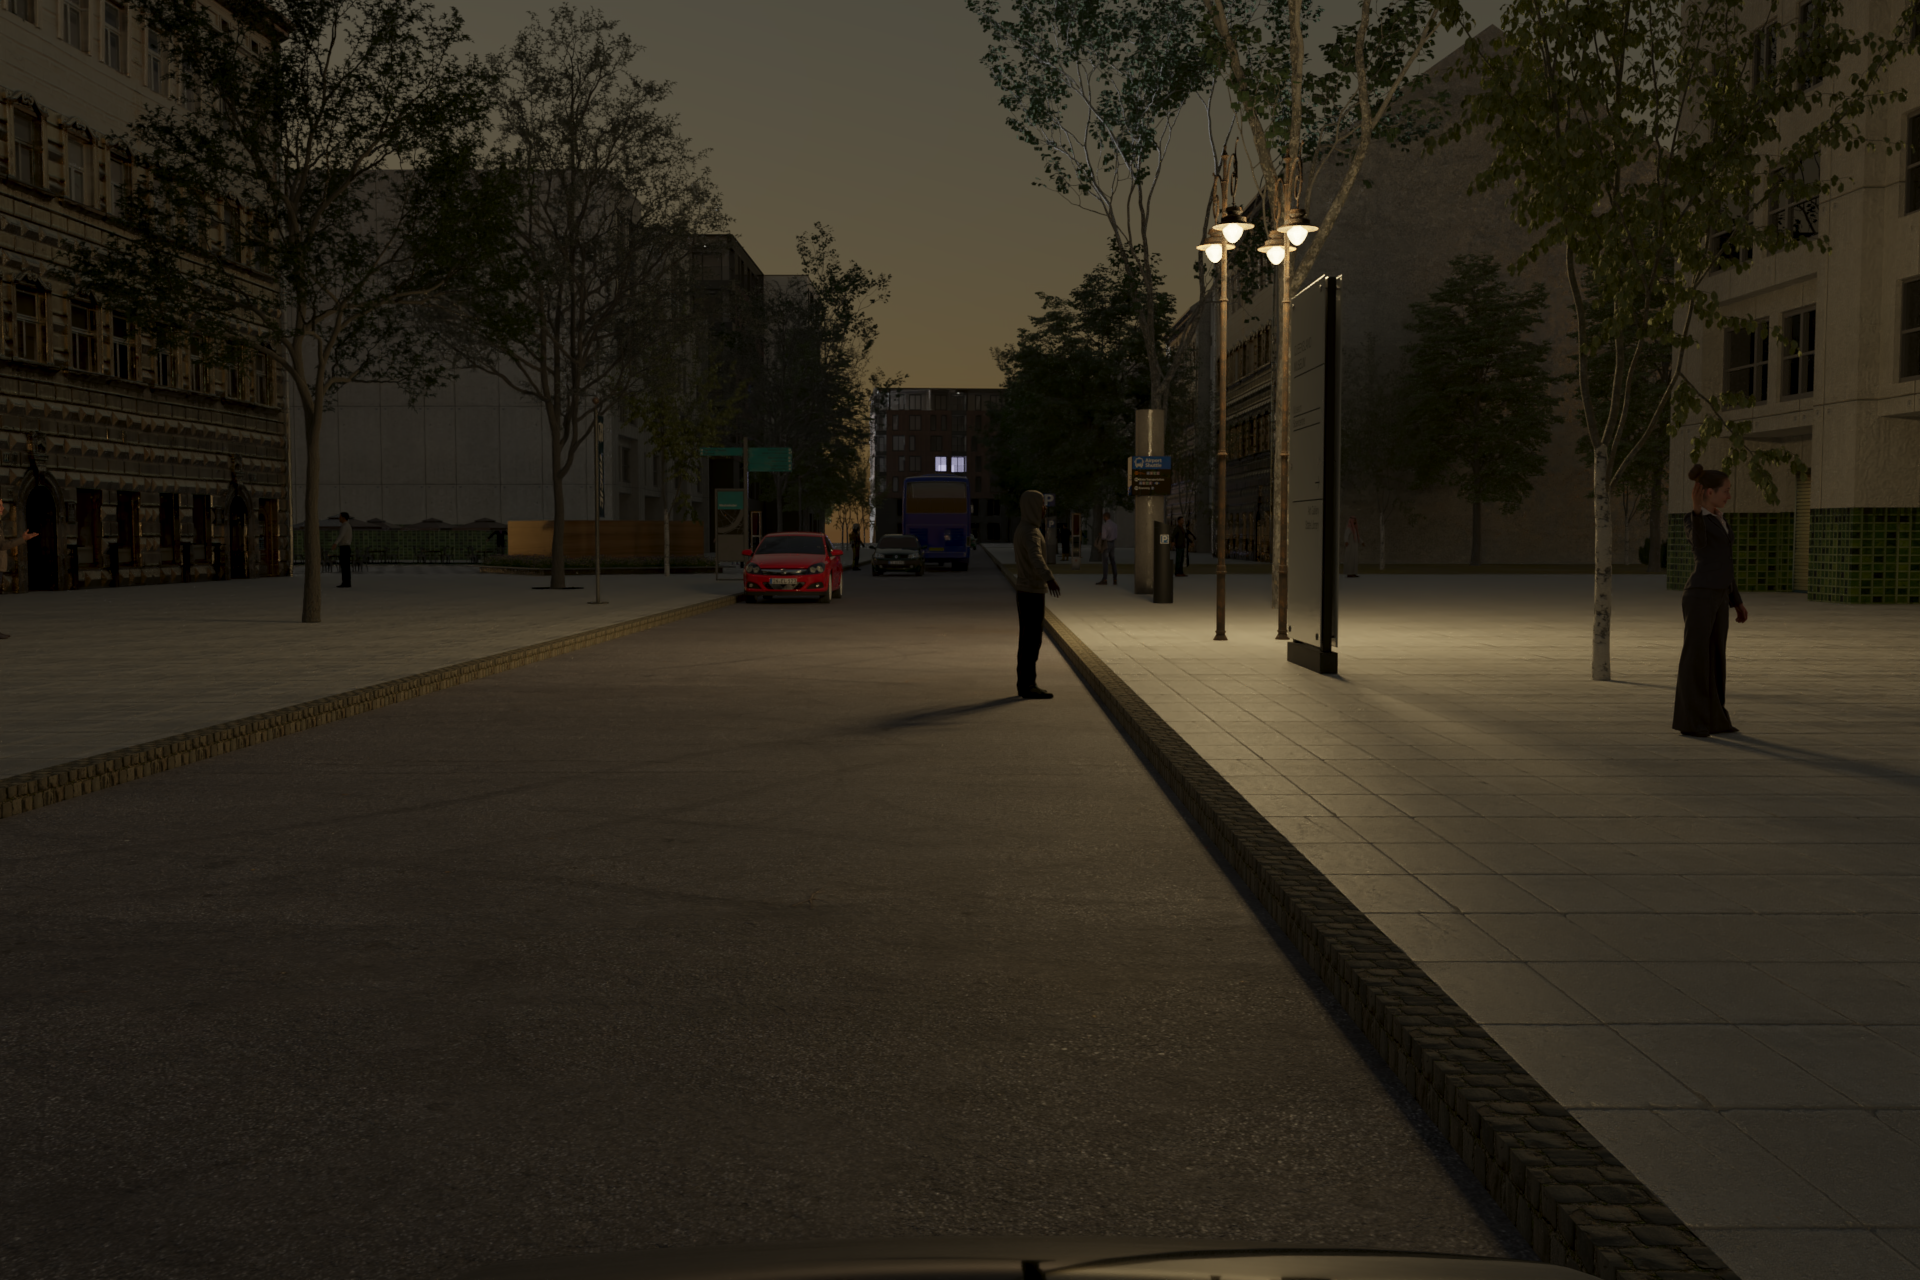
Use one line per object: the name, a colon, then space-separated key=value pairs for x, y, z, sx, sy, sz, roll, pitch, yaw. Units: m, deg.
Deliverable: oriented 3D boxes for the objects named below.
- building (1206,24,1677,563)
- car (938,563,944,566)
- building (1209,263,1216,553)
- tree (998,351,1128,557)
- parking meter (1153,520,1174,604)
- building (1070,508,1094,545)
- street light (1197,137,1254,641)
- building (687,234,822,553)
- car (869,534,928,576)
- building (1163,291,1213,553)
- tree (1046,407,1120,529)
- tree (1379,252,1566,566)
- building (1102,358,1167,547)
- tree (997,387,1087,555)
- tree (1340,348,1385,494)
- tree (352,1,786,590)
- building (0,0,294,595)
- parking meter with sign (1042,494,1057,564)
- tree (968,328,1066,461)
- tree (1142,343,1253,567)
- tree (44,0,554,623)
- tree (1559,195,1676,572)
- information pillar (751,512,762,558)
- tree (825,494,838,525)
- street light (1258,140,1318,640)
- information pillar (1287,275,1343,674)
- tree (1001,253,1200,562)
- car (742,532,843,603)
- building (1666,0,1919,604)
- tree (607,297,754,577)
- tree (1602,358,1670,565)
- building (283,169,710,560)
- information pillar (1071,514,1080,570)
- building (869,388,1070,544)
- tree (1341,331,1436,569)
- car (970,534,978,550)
building: x=22.943 y=-15.495 z=84.278 sx=19.493 sy=23.208 sz=18.063 roll=0 pitch=3 yaw=0
car: x=-1.628 y=-4.117 z=79.103 sx=2.131 sy=1.459 sz=4.920 roll=0 pitch=3 yaw=0
building: x=21.587 y=-15.673 z=112.667 sx=16.016 sy=20.090 sz=11.380 roll=0 pitch=4 yaw=1
tree: x=6.004 y=-10.521 z=97.774 sx=9.928 sy=11.665 sz=9.643 roll=0 pitch=3 yaw=0
parking meter: x=3.768 y=-1.447 z=32.075 sx=0.372 sy=1.533 sz=0.369 roll=0 pitch=3 yaw=0
building: x=23.074 y=-21.293 z=214.589 sx=16.747 sy=18.905 sz=31.486 roll=0 pitch=3 yaw=0
street light: x=3.146 y=-2.932 z=20.733 sx=0.468 sy=5.910 sz=1.993 roll=0 pitch=4 yaw=0
building: x=-25.942 y=-17.772 z=134.545 sx=27.936 sy=21.610 sz=32.646 roll=0 pitch=4 yaw=0
car: x=-2.111 y=-3.064 z=59.883 sx=2.009 sy=1.686 sz=4.222 roll=0 pitch=4 yaw=1
building: x=25.126 y=-17.968 z=124.711 sx=19.493 sy=23.208 sz=18.063 roll=0 pitch=4 yaw=0
tree: x=5.870 y=-8.468 z=88.818 sx=4.360 sy=8.622 sz=3.978 roll=0 pitch=3 yaw=0
tree: x=20.962 y=-9.335 z=70.751 sx=7.486 sy=12.596 sz=7.792 roll=0 pitch=3 yaw=0
building: x=23.578 y=-19.345 z=182.741 sx=16.747 sy=18.905 sz=31.486 roll=0 pitch=4 yaw=1
tree: x=5.904 y=-11.211 z=109.062 sx=9.928 sy=11.665 sz=9.643 roll=0 pitch=3 yaw=0
tree: x=14.020 y=-7.175 z=67.673 sx=4.360 sy=8.622 sz=3.978 roll=0 pitch=3 yaw=0
tree: x=-9.225 y=-7.923 z=39.917 sx=12.009 sy=13.543 sz=11.850 roll=0 pitch=3 yaw=0
building: x=-29.425 y=-12.951 z=42.685 sx=19.493 sy=23.208 sz=18.063 roll=0 pitch=4 yaw=0
parking meter with sign: x=3.844 y=-4.742 z=73.792 sx=0.543 sy=3.016 sz=1.738 roll=0 pitch=4 yaw=-1
tree: x=7.205 y=-18.441 z=157.402 sx=12.611 sy=20.169 sz=13.585 roll=0 pitch=3 yaw=0
tree: x=8.611 y=-7.134 z=66.997 sx=4.360 sy=8.622 sz=3.978 roll=0 pitch=3 yaw=0
tree: x=-9.191 y=-5.546 z=25.095 sx=8.767 sy=10.594 sz=7.601 roll=3 pitch=4 yaw=38
tree: x=23.788 y=-8.572 z=58.279 sx=7.486 sy=12.596 sz=7.792 roll=0 pitch=3 yaw=0
information pillar: x=-6.639 y=-3.181 z=56.502 sx=0.304 sy=2.012 sz=0.304 roll=0 pitch=4 yaw=1
tree: x=-20.105 y=-20.061 z=246.118 sx=7.486 sy=12.596 sz=7.792 roll=0 pitch=3 yaw=0
street light: x=3.922 y=-2.942 z=20.885 sx=0.468 sy=5.910 sz=1.993 roll=0 pitch=4 yaw=1
information pillar: x=3.385 y=-1.545 z=16.584 sx=0.184 sy=3.620 sz=1.656 roll=0 pitch=4 yaw=0
tree: x=6.304 y=-10.598 z=79.939 sx=9.857 sy=13.997 sz=8.962 roll=0 pitch=3 yaw=0
car: x=-3.537 y=-1.717 z=37.107 sx=2.155 sy=1.783 sz=4.494 roll=0 pitch=4 yaw=1
building: x=24.543 y=-9.612 z=23.621 sx=16.747 sy=18.905 sz=31.486 roll=0 pitch=4 yaw=0
tree: x=-8.612 y=-6.219 z=52.039 sx=4.737 sy=8.622 sz=4.395 roll=0 pitch=3 yaw=0
tree: x=27.859 y=-7.479 z=72.637 sx=4.360 sy=8.622 sz=3.978 roll=0 pitch=3 yaw=0
building: x=-25.281 y=-14.287 z=100.049 sx=16.747 sy=18.905 sz=31.486 roll=0 pitch=4 yaw=0
information pillar: x=4.173 y=-3.538 z=62.341 sx=0.304 sy=2.012 sz=0.304 roll=0 pitch=4 yaw=0
building: x=3.594 y=-24.776 z=251.517 sx=32.646 sy=21.610 sz=27.936 roll=0 pitch=4 yaw=-5
tree: x=15.399 y=-6.871 z=62.710 sx=4.360 sy=8.622 sz=3.978 roll=0 pitch=3 yaw=0
car: x=0.535 y=-8.810 z=155.847 sx=2.131 sy=1.459 sz=4.920 roll=0 pitch=4 yaw=-1
